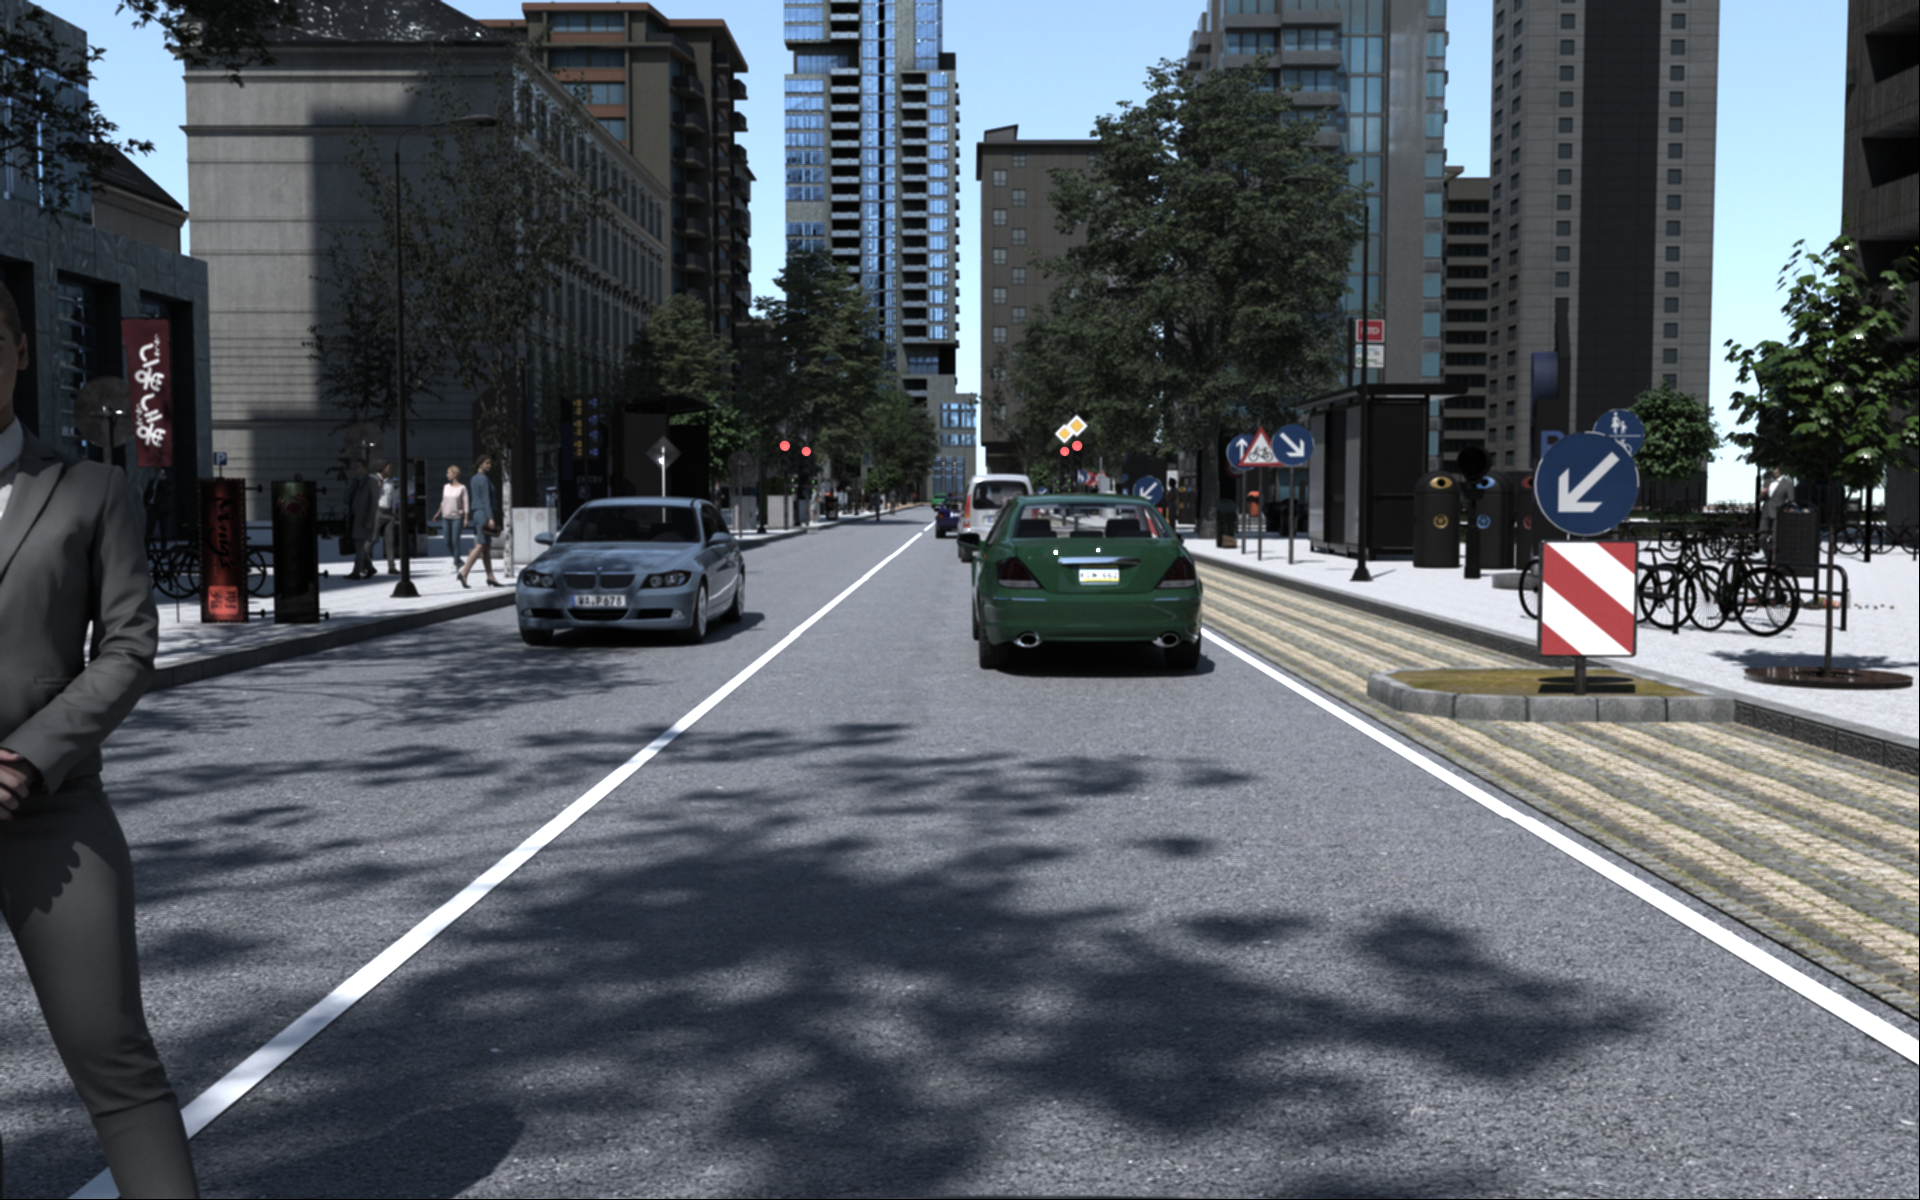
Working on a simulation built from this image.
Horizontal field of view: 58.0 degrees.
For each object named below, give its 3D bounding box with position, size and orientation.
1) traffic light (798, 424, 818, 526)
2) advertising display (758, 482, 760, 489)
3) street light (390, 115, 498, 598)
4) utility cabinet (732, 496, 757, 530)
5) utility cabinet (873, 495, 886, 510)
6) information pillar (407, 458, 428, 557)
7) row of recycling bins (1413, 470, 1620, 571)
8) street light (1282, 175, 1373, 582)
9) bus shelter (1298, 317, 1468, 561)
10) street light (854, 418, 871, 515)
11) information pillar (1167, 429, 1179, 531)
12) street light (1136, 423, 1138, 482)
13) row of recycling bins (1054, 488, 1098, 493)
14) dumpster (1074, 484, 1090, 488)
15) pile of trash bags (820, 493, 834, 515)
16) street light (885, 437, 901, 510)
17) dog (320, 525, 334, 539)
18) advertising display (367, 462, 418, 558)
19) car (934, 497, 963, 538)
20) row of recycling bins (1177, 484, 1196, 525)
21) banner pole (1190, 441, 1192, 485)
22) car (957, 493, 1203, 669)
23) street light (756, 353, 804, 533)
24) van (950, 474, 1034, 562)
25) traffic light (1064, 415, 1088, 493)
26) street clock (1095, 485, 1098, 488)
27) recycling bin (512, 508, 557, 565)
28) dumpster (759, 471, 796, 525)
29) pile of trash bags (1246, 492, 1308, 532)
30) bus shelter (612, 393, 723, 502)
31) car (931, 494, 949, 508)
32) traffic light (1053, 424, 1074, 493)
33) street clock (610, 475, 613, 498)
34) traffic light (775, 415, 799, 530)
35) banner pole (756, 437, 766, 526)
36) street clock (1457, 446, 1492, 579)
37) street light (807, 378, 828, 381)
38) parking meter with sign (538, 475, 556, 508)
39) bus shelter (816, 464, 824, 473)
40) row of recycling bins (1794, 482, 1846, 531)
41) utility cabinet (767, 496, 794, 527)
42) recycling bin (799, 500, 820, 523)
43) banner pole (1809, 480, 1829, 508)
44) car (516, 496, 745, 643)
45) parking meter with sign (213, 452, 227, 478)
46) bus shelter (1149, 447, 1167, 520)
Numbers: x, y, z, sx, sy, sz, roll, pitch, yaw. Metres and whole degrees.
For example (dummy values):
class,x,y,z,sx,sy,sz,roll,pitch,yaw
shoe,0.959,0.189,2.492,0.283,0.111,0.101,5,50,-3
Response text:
class,x,y,z,sx,sy,sz,roll,pitch,yaw
traffic light,-6.105,-4.920,69.363,0.839,4.253,0.868,0,4,0
advertising display,-10.217,-5.116,88.864,0.123,1.923,0.974,-1,4,-19
street light,-6.371,-2.988,21.400,1.470,5.913,1.316,0,4,0
utility cabinet,-7.674,-3.092,61.715,0.306,1.237,1.020,2,4,34
utility cabinet,-6.521,-7.865,139.749,1.020,1.237,0.306,1,4,12
information pillar,-11.198,-1.908,35.694,0.304,2.012,0.304,2,4,33
row of recycling bins,9.432,-1.369,29.500,3.534,1.692,1.069,3,4,37
street light,5.388,-3.234,25.411,1.470,5.913,1.316,0,4,0
bus shelter,8.611,-3.637,37.100,2.179,5.291,8.768,0,4,1
street light,-5.751,-8.102,105.004,1.470,5.913,1.316,0,4,0
information pillar,7.440,-4.241,60.689,0.183,3.616,0.504,-3,5,-40
street light,5.671,-5.392,60.700,1.470,5.913,1.316,0,4,0
row of recycling bins,7.558,-6.326,110.546,3.534,1.692,1.069,2,4,33
dumpster,9.172,-7.922,132.023,1.502,2.255,1.985,0,4,0
pile of trash bags,-8.898,-5.825,104.989,1.912,1.369,3.447,3,4,38
street light,-5.515,-10.290,140.777,1.470,5.913,1.316,0,4,0
dog,-17.931,-1.925,49.207,0.550,0.427,0.748,1,4,16
advertising display,-11.386,-1.806,34.741,0.974,1.923,0.123,-1,4,-8
car,0.092,-2.740,57.386,1.945,1.354,3.894,0,4,1
row of recycling bins,9.989,-3.985,72.267,1.069,1.692,3.534,-1,4,-11
banner pole,10.661,-5.494,79.843,0.401,3.779,0.863,1,4,13
car,1.044,-0.236,15.661,2.131,1.459,4.920,0,4,-1
street light,-6.012,-5.171,57.084,1.470,5.913,1.316,0,4,0
van,0.802,-1.876,37.691,2.013,2.044,4.112,0,4,-1
traffic light,4.108,-4.429,61.333,0.839,4.253,0.868,0,4,0
street clock,10.503,-7.786,131.865,0.471,2.002,0.358,3,4,36
recycling bin,-7.816,-1.175,31.770,0.722,1.027,0.722,0,4,-3
dumpster,-7.639,-4.254,72.042,1.502,2.255,1.985,0,4,0
pile of trash bags,11.111,-3.051,59.629,1.912,1.369,3.447,-2,4,-33
bus shelter,-7.244,-3.189,43.431,1.731,3.624,6.357,0,4,1
car,-1.968,-10.262,176.573,1.959,1.807,4.718,0,4,2
traffic light,4.156,-4.917,69.318,0.839,4.253,0.868,0,4,0
street clock,-11.076,-3.100,55.254,0.471,2.002,0.358,0,4,-2
traffic light,-6.153,-4.432,61.378,0.839,4.253,0.868,0,4,0
banner pole,-8.124,-4.881,69.818,0.401,3.779,0.863,1,4,14
street clock,7.782,-1.326,26.248,0.471,2.002,0.358,2,4,34
street light,-5.972,-5.915,69.253,1.470,5.913,1.316,0,4,0
parking meter with sign,-16.665,-4.509,69.977,1.738,3.016,0.543,-1,4,-8
bus shelter,-9.787,-7.060,109.349,2.014,3.302,5.546,0,4,0
row of recycling bins,30.088,-3.268,60.541,1.069,1.692,3.534,3,5,44
utility cabinet,-7.090,-3.504,68.444,1.020,1.237,0.306,0,4,-3
recycling bin,-6.778,-3.986,77.730,0.722,1.027,0.722,3,5,40
banner pole,28.581,-4.141,57.726,0.863,3.779,0.401,0,4,-3
car,-3.324,-0.377,18.161,2.014,1.417,4.499,0,4,0
parking meter with sign,-31.524,-4.675,72.700,1.738,3.016,0.543,2,4,33
bus shelter,9.441,-5.856,87.034,1.731,3.624,6.357,0,4,0
